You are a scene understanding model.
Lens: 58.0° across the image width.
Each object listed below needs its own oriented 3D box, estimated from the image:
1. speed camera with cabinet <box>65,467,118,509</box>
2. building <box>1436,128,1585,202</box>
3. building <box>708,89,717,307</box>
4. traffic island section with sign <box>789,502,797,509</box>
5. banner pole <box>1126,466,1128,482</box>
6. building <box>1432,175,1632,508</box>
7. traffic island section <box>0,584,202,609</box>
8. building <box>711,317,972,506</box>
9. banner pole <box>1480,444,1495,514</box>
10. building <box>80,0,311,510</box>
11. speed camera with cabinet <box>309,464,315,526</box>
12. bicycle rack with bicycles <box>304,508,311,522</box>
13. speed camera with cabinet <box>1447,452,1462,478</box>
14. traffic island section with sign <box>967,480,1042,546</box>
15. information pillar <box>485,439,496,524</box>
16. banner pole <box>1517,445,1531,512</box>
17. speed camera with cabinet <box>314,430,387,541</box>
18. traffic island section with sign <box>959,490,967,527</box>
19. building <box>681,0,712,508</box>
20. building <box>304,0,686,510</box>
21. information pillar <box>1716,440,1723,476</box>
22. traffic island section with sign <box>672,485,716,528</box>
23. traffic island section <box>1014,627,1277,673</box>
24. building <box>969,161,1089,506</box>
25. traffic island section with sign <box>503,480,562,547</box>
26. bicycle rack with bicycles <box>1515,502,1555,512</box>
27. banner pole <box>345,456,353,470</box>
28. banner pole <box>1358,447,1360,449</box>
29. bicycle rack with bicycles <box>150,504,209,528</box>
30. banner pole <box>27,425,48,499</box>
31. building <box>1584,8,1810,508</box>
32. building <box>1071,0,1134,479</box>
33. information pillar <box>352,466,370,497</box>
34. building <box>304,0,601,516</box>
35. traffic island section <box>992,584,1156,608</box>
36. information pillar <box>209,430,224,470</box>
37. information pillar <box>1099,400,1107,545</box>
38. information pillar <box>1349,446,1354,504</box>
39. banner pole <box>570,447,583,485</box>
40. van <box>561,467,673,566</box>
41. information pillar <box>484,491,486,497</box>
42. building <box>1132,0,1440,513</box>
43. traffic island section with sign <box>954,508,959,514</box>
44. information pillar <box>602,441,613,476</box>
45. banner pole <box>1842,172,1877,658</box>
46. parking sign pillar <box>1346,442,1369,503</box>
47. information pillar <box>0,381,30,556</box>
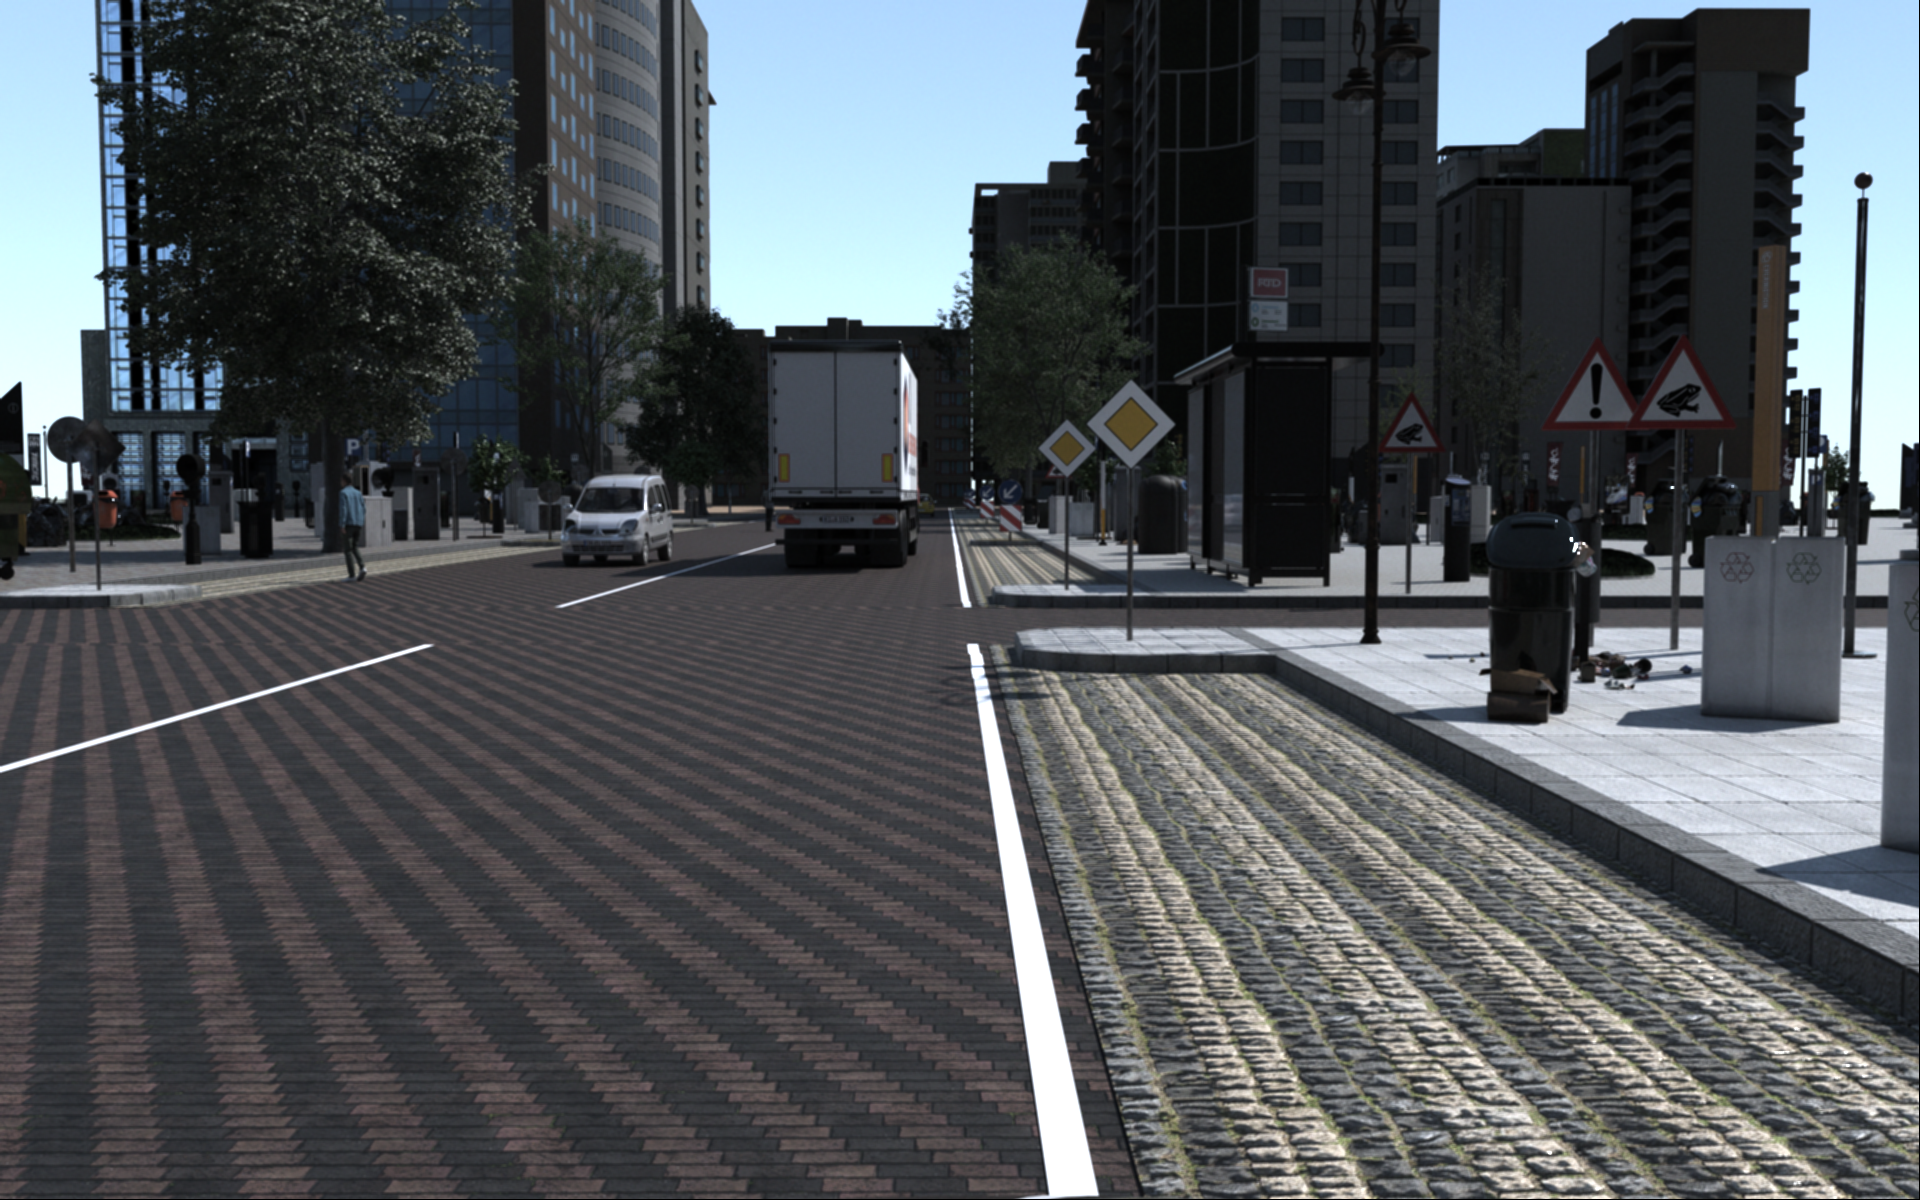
[{"bbox_3d":[-37.992,-4.982,75.788,2.038,3.252,0.660,-2,4,-35],"label":"speed camera with cabinet"},{"bbox_3d":[61.874,-31.395,196.900,14.086,41.232,14.154,0,4,0],"label":"building"},{"bbox_3d":[-41.748,-37.526,202.792,27.495,52.752,28.713,0,4,0],"label":"building"},{"bbox_3d":[-11.950,-7.108,124.839,1.989,1.847,2.006,0,4,0],"label":"traffic island section with sign"},{"bbox_3d":[4.493,-3.417,45.884,0.401,3.779,0.863,1,4,18],"label":"banner pole"},{"bbox_3d":[52.383,-23.778,160.469,14.107,30.474,14.160,0,4,0],"label":"building"},{"bbox_3d":[-11.494,-0.049,23.080,2.009,0.180,2.903,0,4,0],"label":"traffic island section"},{"bbox_3d":[-13.283,-21.941,203.777,28.899,21.520,27.650,0,4,0],"label":"building"},{"bbox_3d":[26.510,-5.930,86.977,0.863,3.779,0.401,1,4,19],"label":"banner pole"},{"bbox_3d":[-60.685,-51.347,152.187,31.000,86.520,22.319,0,4,0],"label":"building"},{"bbox_3d":[-18.763,-3.468,51.030,0.660,3.252,2.038,-1,4,-15],"label":"speed camera with cabinet"},{"bbox_3d":[-29.222,-4.093,80.308,2.852,0.926,2.925,-2,4,-28],"label":"bicycle rack with bicycles"},{"bbox_3d":[22.879,-5.262,80.362,0.660,3.252,2.038,2,4,23],"label":"speed camera with cabinet"},{"bbox_3d":[1.269,-2.422,48.223,1.989,1.847,2.006,0,4,0],"label":"traffic island section with sign"},{"bbox_3d":[-20.008,-5.066,74.187,0.183,3.616,0.504,0,4,6],"label":"information pillar"},{"bbox_3d":[28.481,-5.973,87.677,0.401,3.779,0.863,-3,5,-39],"label":"banner pole"},{"bbox_3d":[-16.782,-3.279,47.952,0.660,3.252,2.038,2,4,25],"label":"speed camera with cabinet"},{"bbox_3d":[1.058,-4.102,75.688,1.989,1.847,2.006,0,4,0],"label":"traffic island section with sign"},{"bbox_3d":[-34.358,-32.499,155.062,21.600,48.544,21.300,0,4,0],"label":"building"},{"bbox_3d":[-32.902,-35.754,126.578,21.231,58.520,28.212,0,4,0],"label":"building"},{"bbox_3d":[32.678,-5.090,74.579,0.183,3.616,0.504,3,5,40],"label":"information pillar"},{"bbox_3d":[-11.561,-4.037,74.640,1.989,1.847,2.006,0,4,0],"label":"traffic island section with sign"},{"bbox_3d":[1.507,0.434,15.188,2.009,0.180,2.903,0,4,0],"label":"traffic island section"},{"bbox_3d":[13.150,-31.379,204.932,23.993,40.220,32.217,0,4,0],"label":"building"},{"bbox_3d":[-11.355,-2.389,47.685,1.989,1.847,2.006,0,4,0],"label":"traffic island section with sign"},{"bbox_3d":[31.430,-4.995,95.047,2.852,0.926,2.925,-2,4,-31],"label":"bicycle rack with bicycles"},{"bbox_3d":[-31.833,-6.120,90.077,0.863,3.779,0.401,-2,4,-23],"label":"banner pole"},{"bbox_3d":[21.523,-6.281,92.705,0.863,3.779,0.401,-2,4,-25],"label":"banner pole"},{"bbox_3d":[-29.086,-3.190,65.535,2.852,0.926,2.925,0,4,5],"label":"bicycle rack with bicycles"},{"bbox_3d":[-33.452,-4.461,62.954,0.401,3.779,0.863,3,4,36],"label":"banner pole"},{"bbox_3d":[66.547,-31.102,158.627,14.200,45.320,14.600,0,4,0],"label":"building"},{"bbox_3d":[21.449,-30.366,151.104,22.147,44.769,28.867,0,4,0],"label":"building"},{"bbox_3d":[-15.631,-2.491,45.221,0.304,2.012,0.304,2,4,25],"label":"information pillar"},{"bbox_3d":[-30.412,-27.846,105.392,14.600,45.320,14.200,0,4,0],"label":"building"},{"bbox_3d":[1.447,-0.055,23.173,2.009,0.180,2.903,0,4,0],"label":"traffic island section"},{"bbox_3d":[-26.808,-4.352,62.518,0.504,3.616,0.183,0,4,3],"label":"information pillar"},{"bbox_3d":[3.580,-3.182,43.378,0.183,3.616,0.504,0,4,0],"label":"information pillar"},{"bbox_3d":[19.309,-5.753,85.419,0.183,3.616,0.504,0,4,-6],"label":"information pillar"},{"bbox_3d":[-20.013,-6.161,90.745,0.863,3.779,0.401,-2,4,-34],"label":"banner pole"},{"bbox_3d":[-7.059,-1.765,35.863,2.013,2.044,4.112,0,4,1],"label":"van"},{"bbox_3d":[-21.944,-5.449,80.443,0.183,3.616,0.504,2,4,27],"label":"information pillar"},{"bbox_3d":[21.723,-42.040,125.607,20.563,71.187,20.611,0,4,0],"label":"building"},{"bbox_3d":[0.682,-7.119,125.021,1.989,1.847,2.006,0,4,0],"label":"traffic island section with sign"},{"bbox_3d":[-15.687,-5.238,76.999,0.504,3.616,0.183,-3,5,-40],"label":"information pillar"},{"bbox_3d":[6.926,-1.429,13.382,0.401,3.779,0.863,2,4,27],"label":"banner pole"},{"bbox_3d":[20.445,-6.128,88.670,1.447,3.967,1.447,3,5,40],"label":"parking sign pillar"},{"bbox_3d":[-19.736,-2.736,36.092,0.504,3.616,0.183,0,4,1],"label":"information pillar"}]
